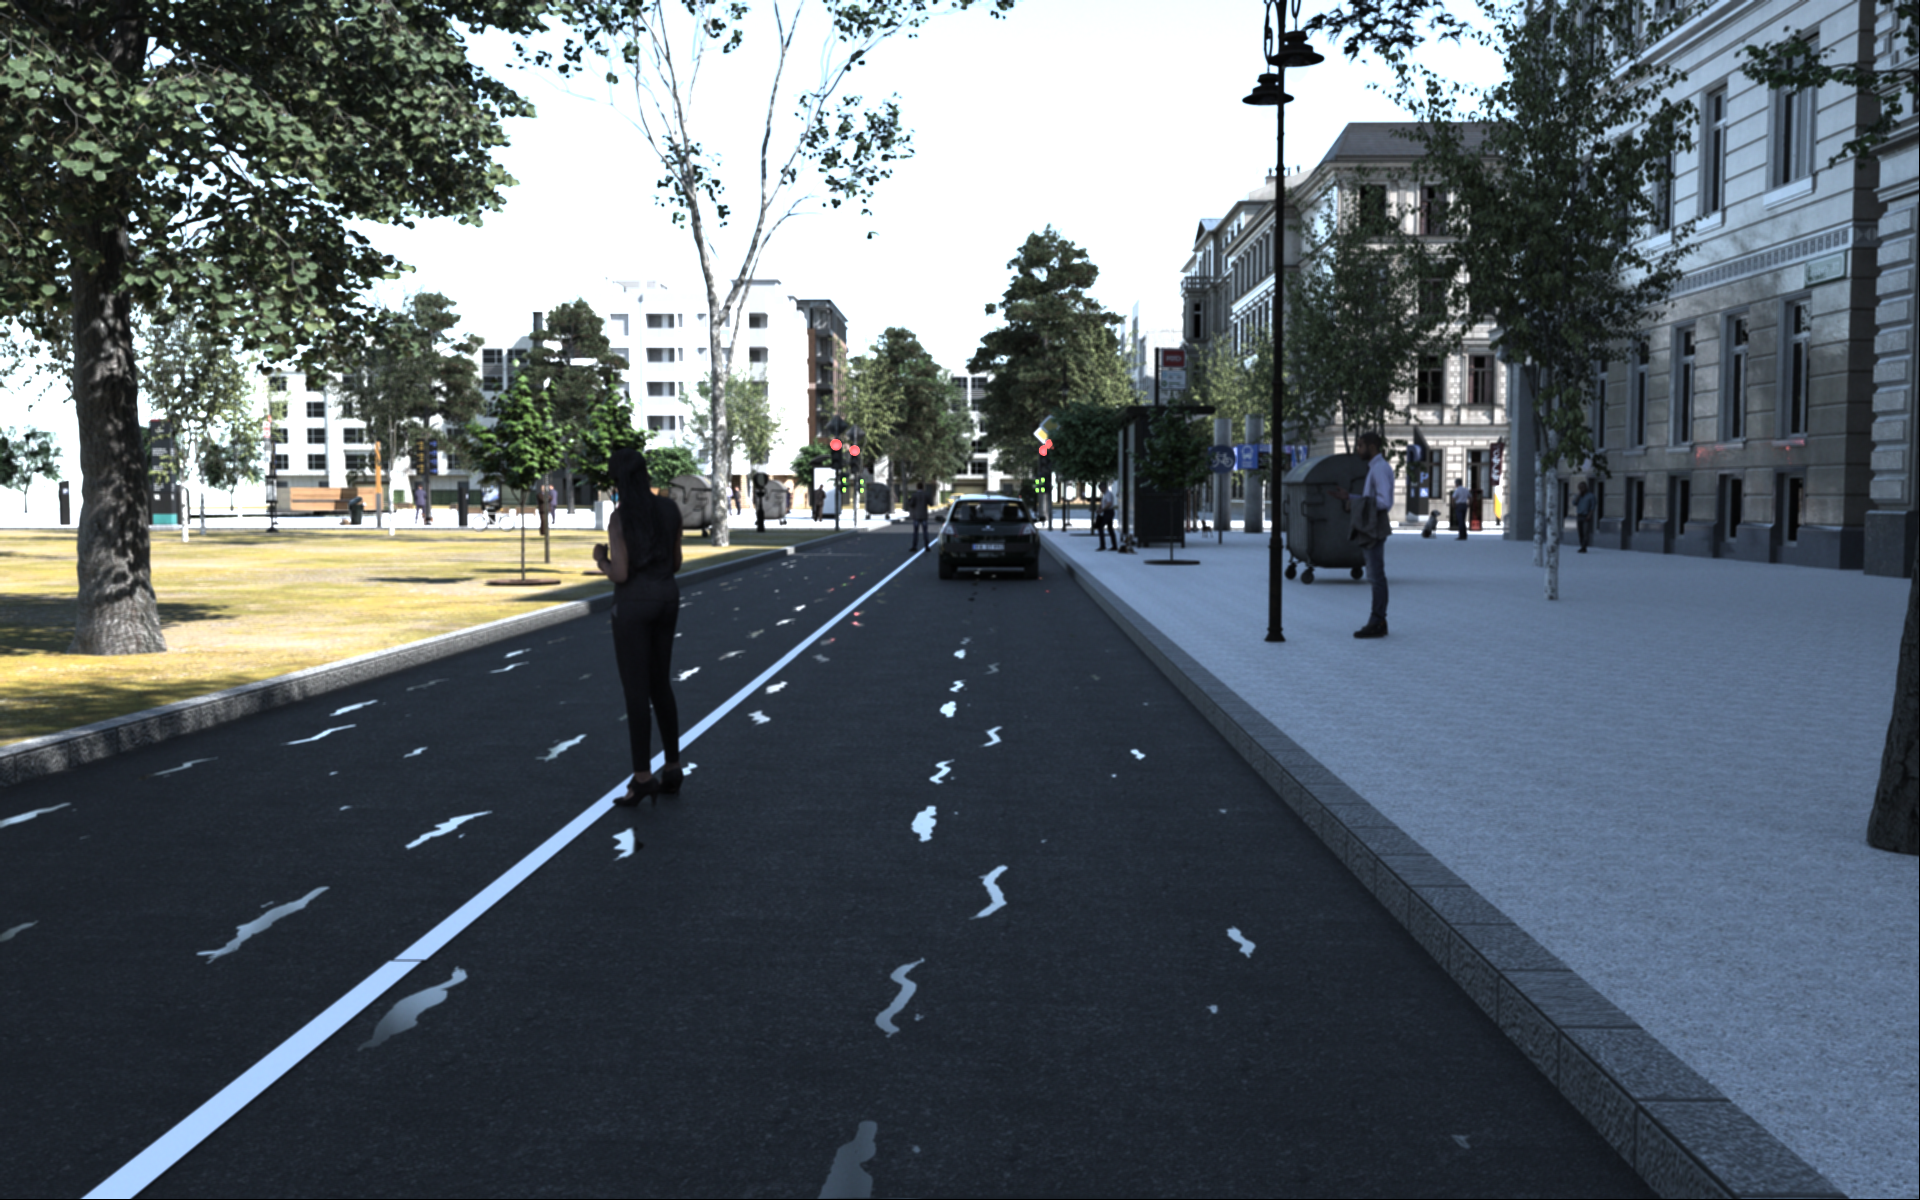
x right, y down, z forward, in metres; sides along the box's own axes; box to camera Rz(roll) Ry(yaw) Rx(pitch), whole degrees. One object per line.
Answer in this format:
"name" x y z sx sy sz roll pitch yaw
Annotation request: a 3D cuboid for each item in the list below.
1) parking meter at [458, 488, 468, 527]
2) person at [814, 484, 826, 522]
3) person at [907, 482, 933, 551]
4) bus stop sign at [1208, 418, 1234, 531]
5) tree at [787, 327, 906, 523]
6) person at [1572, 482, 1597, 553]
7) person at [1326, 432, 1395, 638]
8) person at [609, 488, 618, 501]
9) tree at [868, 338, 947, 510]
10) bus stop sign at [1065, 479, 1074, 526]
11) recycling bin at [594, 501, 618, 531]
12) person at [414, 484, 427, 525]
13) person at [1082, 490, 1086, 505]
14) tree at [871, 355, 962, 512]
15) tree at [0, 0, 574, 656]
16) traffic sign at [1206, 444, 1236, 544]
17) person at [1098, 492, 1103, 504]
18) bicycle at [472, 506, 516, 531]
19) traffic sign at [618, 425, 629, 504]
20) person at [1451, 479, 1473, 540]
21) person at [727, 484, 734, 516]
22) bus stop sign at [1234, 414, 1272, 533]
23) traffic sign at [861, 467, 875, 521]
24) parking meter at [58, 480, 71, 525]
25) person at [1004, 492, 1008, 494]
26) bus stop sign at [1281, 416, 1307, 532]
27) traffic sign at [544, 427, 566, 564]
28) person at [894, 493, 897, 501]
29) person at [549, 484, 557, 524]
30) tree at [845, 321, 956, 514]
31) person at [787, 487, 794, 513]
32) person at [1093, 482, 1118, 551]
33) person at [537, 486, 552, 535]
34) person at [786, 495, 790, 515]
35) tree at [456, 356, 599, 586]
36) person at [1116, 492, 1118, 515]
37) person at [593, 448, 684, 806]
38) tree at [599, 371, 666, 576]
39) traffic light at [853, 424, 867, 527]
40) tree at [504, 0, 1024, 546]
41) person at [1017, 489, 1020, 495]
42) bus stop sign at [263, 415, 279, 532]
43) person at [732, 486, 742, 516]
"parking meter" -19.556 -3.653 68.136 0.372 1.533 0.369 0 3 0
"person" -6.399 -4.424 79.066 0.565 1.739 0.600 0 4 -3
"person" -1.006 -2.077 43.278 0.655 1.722 0.431 -1 4 -9
"bus stop sign" 9.151 -4.366 60.402 0.837 3.901 0.837 2 4 23
"tree" -4.528 -7.761 77.253 4.737 8.622 4.395 0 3 0
"person" 13.671 -1.815 37.927 0.429 1.552 0.499 -1 4 -17
"person" 3.610 -0.595 15.639 0.599 1.838 0.709 1 4 11
"person" -17.350 -4.848 87.011 0.593 1.614 0.444 -1 4 -18
"tree" -4.584 -14.041 136.990 7.806 13.903 7.818 0 3 0
"bus stop sign" 4.366 -4.879 68.476 0.416 3.939 0.855 -1 4 -16
"recycling bin" -12.313 -2.937 60.579 0.722 1.027 0.722 -3 4 -38
"person" -22.670 -4.027 72.808 0.541 1.710 0.530 0 4 4
"person" 14.223 -11.793 199.799 0.436 1.711 0.756 3 5 40
"tree" -3.759 -12.197 125.181 9.928 11.665 9.643 0 3 0
"tree" -6.823 -6.538 13.547 9.857 13.997 8.962 0 3 0
"traffic sign" 6.715 -2.721 44.600 0.768 2.556 0.104 1 4 8
"person" 18.361 -13.167 224.598 1.217 1.723 0.721 -1 4 -11
"bicycle" -16.021 -2.837 59.602 1.543 0.972 0.635 0 4 -6
"traffic sign" -6.104 -1.895 31.096 0.768 2.556 0.104 0 4 6
"person" 13.978 -2.537 48.468 0.756 1.711 0.436 -1 4 -20
"person" -13.341 -5.716 99.368 0.709 1.838 0.599 -1 4 -11
"bus stop sign" 9.689 -4.162 57.063 0.837 3.901 0.837 3 5 41
"traffic sign" -4.481 -5.030 82.239 0.884 2.594 0.081 1 4 9
"parking meter" -36.753 -3.997 71.061 0.255 1.863 0.399 3 5 42
"person" 2.246 -4.461 83.655 0.429 1.552 0.499 3 5 41
"bus stop sign" 11.173 -4.266 58.761 0.837 3.901 0.837 -3 5 -40
"traffic sign" -7.615 -1.943 31.875 0.768 2.556 0.104 1 4 10
"person" -4.875 -7.063 122.081 0.990 1.755 0.434 1 4 16
"person" -17.221 -4.052 73.206 0.530 1.710 0.541 2 4 34
"tree" -4.336 -11.421 108.789 6.751 12.117 7.091 0 3 0
"person" -11.376 -6.686 115.806 0.568 1.767 0.683 0 4 1
"person" 3.294 -1.886 39.095 0.590 1.554 0.614 0 4 -4
"person" -12.913 -2.789 53.910 0.482 1.546 0.388 -3 5 -44
"person" -10.501 -5.886 104.656 0.453 1.535 0.546 0 4 -1
"tree" -6.345 -1.832 24.553 1.663 3.219 1.824 0 3 0
"person" 9.895 -6.060 105.941 0.655 1.722 0.431 -1 4 -10
"person" -1.497 0.116 8.074 0.415 1.643 0.593 0 4 -5
"tree" -5.612 -2.014 27.525 1.663 3.219 1.824 0 3 0
"traffic light" -4.095 -4.819 68.039 0.839 4.213 0.868 0 4 1
"tree" -5.004 -11.310 40.810 12.611 20.169 13.585 0 3 0
"person" 5.113 -8.868 151.758 0.721 1.736 1.217 1 4 10
"bus stop sign" -23.347 -4.268 58.491 0.416 3.939 0.855 0 4 -3
"person" -13.312 -5.866 102.482 0.750 1.759 0.617 -1 4 -21
